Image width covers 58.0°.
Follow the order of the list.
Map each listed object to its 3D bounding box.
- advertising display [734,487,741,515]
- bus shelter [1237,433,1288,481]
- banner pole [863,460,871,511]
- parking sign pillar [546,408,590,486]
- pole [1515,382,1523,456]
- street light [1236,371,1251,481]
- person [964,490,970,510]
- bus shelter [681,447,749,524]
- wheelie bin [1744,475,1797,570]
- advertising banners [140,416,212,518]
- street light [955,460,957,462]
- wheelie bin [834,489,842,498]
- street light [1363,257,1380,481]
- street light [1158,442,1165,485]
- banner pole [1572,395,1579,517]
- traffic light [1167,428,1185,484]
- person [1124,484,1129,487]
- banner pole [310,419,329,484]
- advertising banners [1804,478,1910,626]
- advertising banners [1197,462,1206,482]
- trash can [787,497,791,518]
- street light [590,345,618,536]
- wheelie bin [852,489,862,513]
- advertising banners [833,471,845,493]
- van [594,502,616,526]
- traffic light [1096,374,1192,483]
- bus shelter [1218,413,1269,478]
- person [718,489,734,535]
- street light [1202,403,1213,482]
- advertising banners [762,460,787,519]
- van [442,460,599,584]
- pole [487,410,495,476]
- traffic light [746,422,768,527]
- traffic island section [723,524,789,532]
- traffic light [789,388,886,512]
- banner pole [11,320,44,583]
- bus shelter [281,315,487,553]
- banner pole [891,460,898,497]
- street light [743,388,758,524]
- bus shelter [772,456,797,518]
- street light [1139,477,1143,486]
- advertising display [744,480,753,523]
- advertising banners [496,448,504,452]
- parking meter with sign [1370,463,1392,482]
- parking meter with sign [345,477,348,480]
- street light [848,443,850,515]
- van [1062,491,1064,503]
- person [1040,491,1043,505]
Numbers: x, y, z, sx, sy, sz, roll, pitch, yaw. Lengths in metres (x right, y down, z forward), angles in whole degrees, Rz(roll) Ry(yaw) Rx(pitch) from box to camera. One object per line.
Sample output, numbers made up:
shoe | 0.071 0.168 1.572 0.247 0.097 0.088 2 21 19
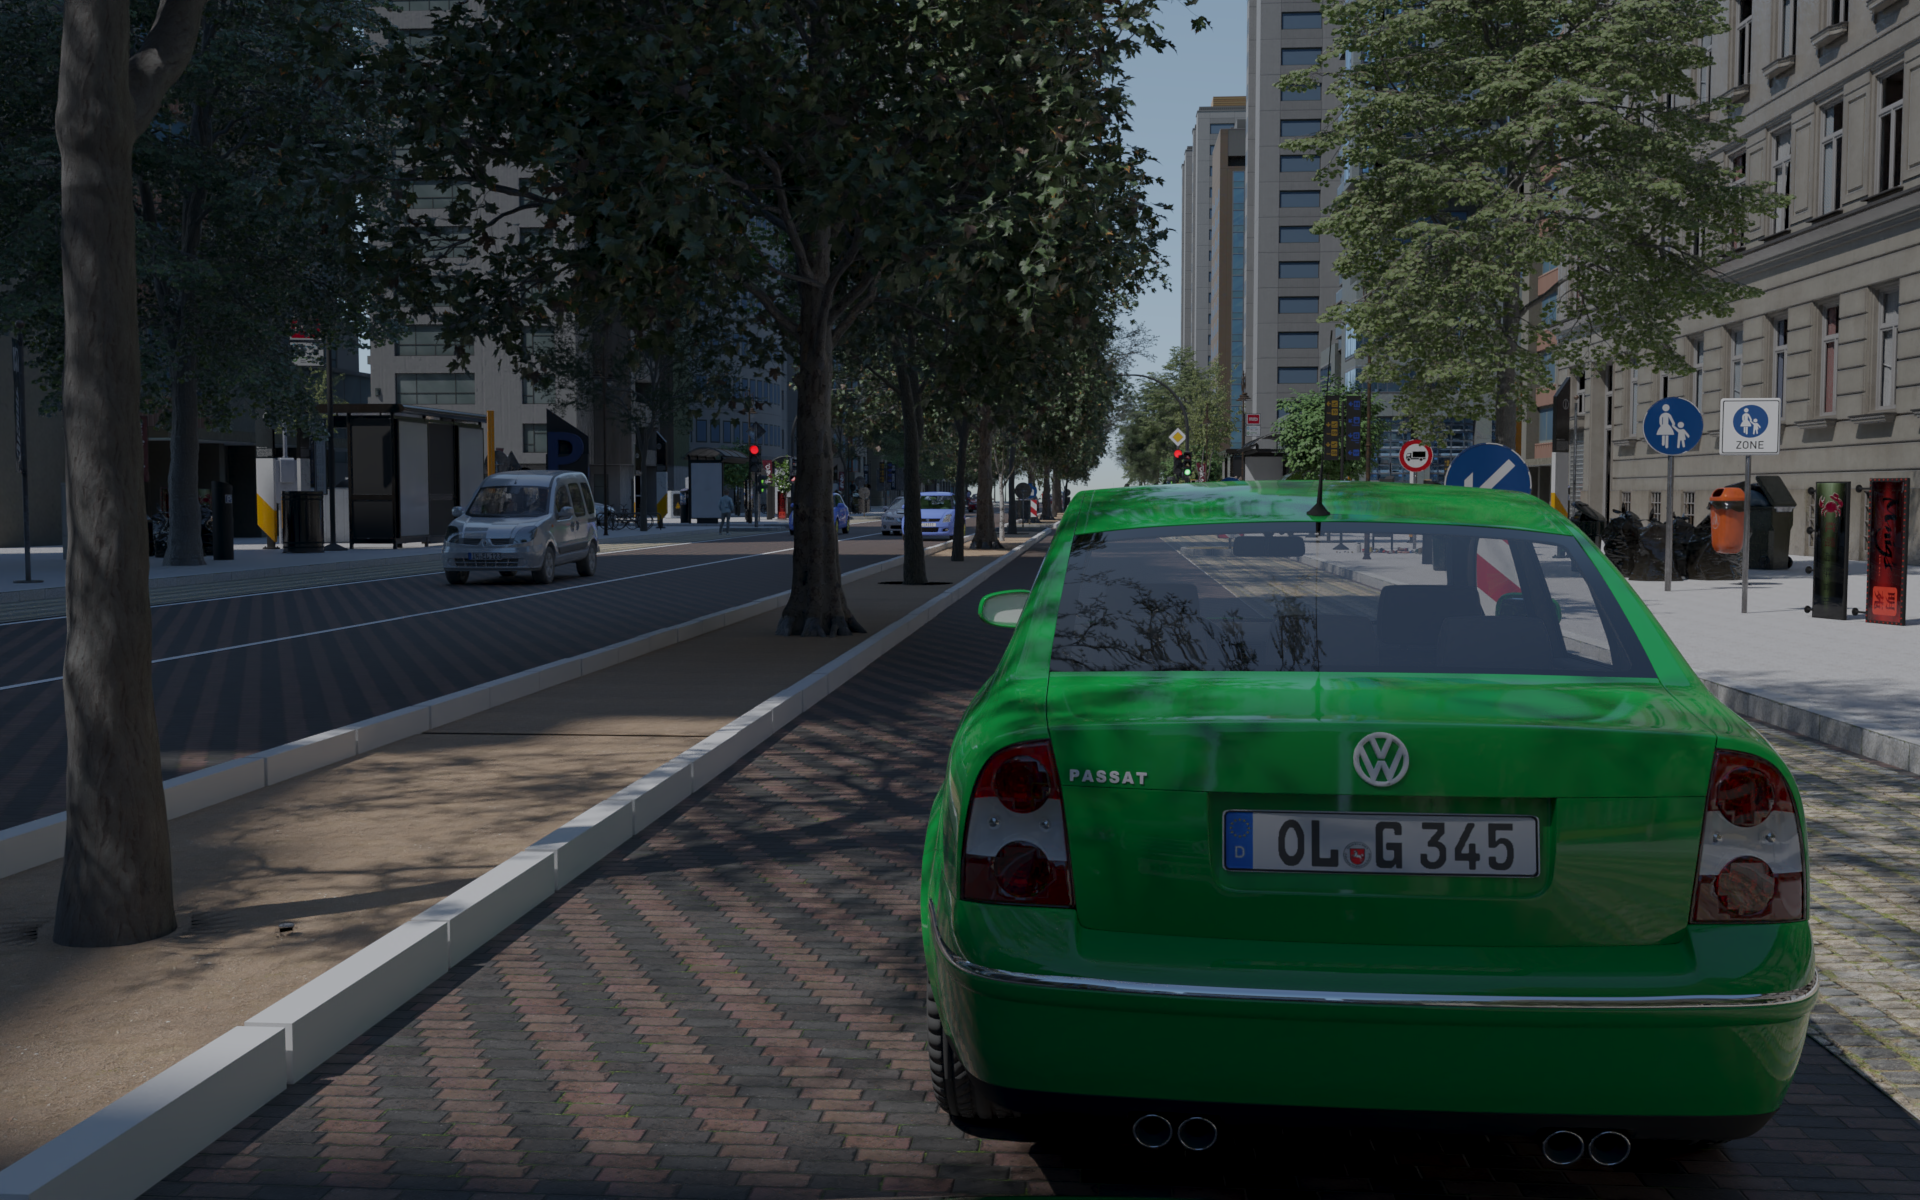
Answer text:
advertising display | -13.554 -6.131 105.454 0.123 1.923 0.974 1 4 12
bus shelter | 10.729 -4.017 59.596 2.014 3.302 5.546 0 4 5
banner pole | -6.819 -8.454 128.247 0.863 3.779 0.401 3 4 37
parking sign pillar | -12.305 -4.029 54.347 1.447 3.967 1.447 0 4 -5
pole | 10.149 -2.314 31.679 0.158 3.312 0.155 0 3 0
street light | 10.612 -5.638 64.961 0.468 5.910 1.993 0 4 5
person | 0.633 -9.184 158.522 0.599 1.838 0.709 1 4 20
bus shelter | -10.776 -5.099 77.285 2.014 3.302 5.546 0 4 5
wheelie bin | 13.719 -1.320 29.488 0.980 1.594 0.693 -2 4 -30
advertising banners | -17.789 -2.626 39.123 0.090 3.025 2.074 3 5 43
street light | -0.335 -12.889 183.519 0.468 5.910 1.993 0 4 5
wheelie bin | -8.265 -6.626 116.238 0.693 1.594 0.980 0 4 6
street light | 7.988 -3.733 33.828 0.468 5.910 1.993 0 4 5
street light | 17.435 -10.706 147.827 0.468 5.910 1.993 0 4 5
banner pole | 15.486 -3.279 43.623 0.401 3.779 0.863 1 4 19
traffic light | 9.209 -5.170 73.454 0.839 4.253 0.868 0 4 5
person | 5.976 -3.259 61.967 0.419 1.800 0.721 1 4 12
banner pole | -18.541 -3.702 50.538 0.863 3.779 0.401 -3 4 -38
advertising banners | 9.105 -1.272 16.991 0.090 3.025 2.074 -1 4 -14
advertising banners | 14.119 -6.097 95.877 2.074 3.025 0.090 0 4 6
trash can | -8.728 -4.822 90.497 0.748 1.137 0.748 0 3 0
street light | -10.974 -4.937 53.501 0.468 5.910 1.993 0 4 5
wheelie bin | -6.898 -6.625 116.227 0.693 1.594 0.980 -1 4 -14
advertising banners | -9.829 -8.409 133.676 2.074 3.025 0.090 -1 4 -19
van | -16.153 -3.905 70.854 4.112 2.044 2.013 0 4 5
traffic light | 6.461 -5.557 65.526 4.771 5.953 1.251 0 4 5
bus shelter | 13.675 -6.500 83.913 2.179 5.291 8.768 0 4 5
person | -8.129 -3.052 60.216 0.589 1.601 0.330 1 4 19
street light | 12.313 -6.953 86.465 0.468 5.910 1.993 0 4 5
advertising banners | -9.090 -5.658 88.693 2.074 3.025 0.090 0 4 -3
van | -7.287 -1.339 28.912 2.013 2.044 4.112 0 4 3
pole | -11.455 -2.967 42.347 0.158 3.312 0.155 0 3 0
traffic light | -7.854 -4.765 66.826 0.839 4.253 0.868 0 4 5
traffic island section | -7.893 -2.733 66.964 2.009 0.180 2.903 0 4 5
traffic light | -5.106 -6.115 74.648 4.771 5.953 1.251 0 4 5
banner pole | -13.414 -2.124 24.742 0.401 3.779 0.863 -1 4 -18
bus shelter | -13.770 -3.911 41.582 2.179 5.291 8.768 0 4 5
banner pole | -4.775 -8.398 127.317 0.863 3.779 0.401 3 4 36
street light | -9.139 -6.267 75.248 0.468 5.910 1.993 0 4 5
bus shelter | -8.923 -6.108 93.782 2.014 3.302 5.546 0 4 5
street light | 25.381 -16.633 244.736 0.468 5.910 1.993 0 4 5
advertising display | -9.526 -4.466 78.235 0.123 1.923 0.974 1 4 9
advertising banners | -17.606 -4.193 64.742 0.090 3.025 2.074 1 4 18
parking meter with sign | 23.191 -6.143 96.698 1.738 3.016 0.543 1 4 17
parking meter with sign | -27.824 -5.090 79.485 1.738 3.016 0.543 3 5 42
street light | -6.779 -8.118 105.511 0.468 5.910 1.993 0 4 5
van | 12.659 -13.194 222.724 2.013 2.044 4.112 0 4 3
person | 11.391 -14.005 237.420 1.348 1.831 0.705 3 5 44
